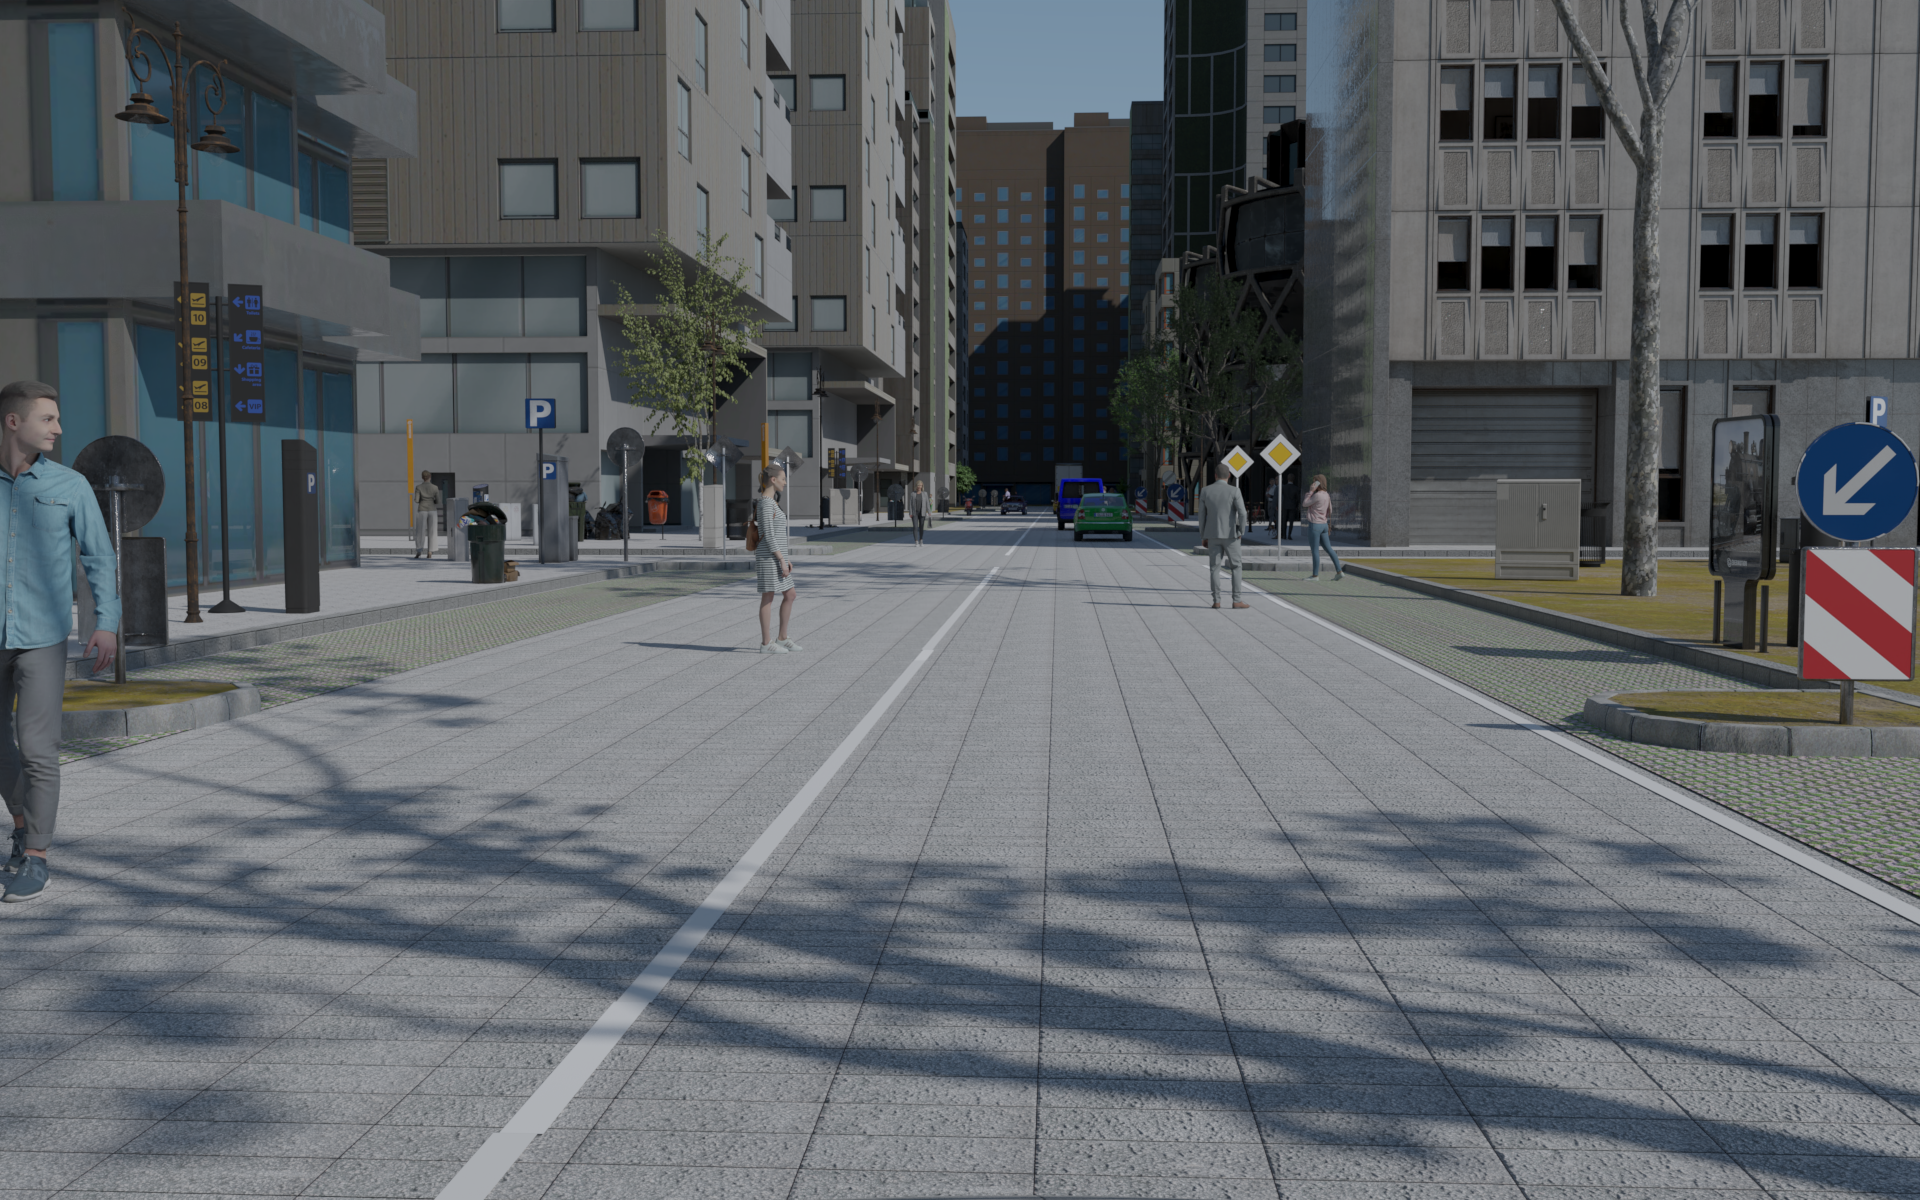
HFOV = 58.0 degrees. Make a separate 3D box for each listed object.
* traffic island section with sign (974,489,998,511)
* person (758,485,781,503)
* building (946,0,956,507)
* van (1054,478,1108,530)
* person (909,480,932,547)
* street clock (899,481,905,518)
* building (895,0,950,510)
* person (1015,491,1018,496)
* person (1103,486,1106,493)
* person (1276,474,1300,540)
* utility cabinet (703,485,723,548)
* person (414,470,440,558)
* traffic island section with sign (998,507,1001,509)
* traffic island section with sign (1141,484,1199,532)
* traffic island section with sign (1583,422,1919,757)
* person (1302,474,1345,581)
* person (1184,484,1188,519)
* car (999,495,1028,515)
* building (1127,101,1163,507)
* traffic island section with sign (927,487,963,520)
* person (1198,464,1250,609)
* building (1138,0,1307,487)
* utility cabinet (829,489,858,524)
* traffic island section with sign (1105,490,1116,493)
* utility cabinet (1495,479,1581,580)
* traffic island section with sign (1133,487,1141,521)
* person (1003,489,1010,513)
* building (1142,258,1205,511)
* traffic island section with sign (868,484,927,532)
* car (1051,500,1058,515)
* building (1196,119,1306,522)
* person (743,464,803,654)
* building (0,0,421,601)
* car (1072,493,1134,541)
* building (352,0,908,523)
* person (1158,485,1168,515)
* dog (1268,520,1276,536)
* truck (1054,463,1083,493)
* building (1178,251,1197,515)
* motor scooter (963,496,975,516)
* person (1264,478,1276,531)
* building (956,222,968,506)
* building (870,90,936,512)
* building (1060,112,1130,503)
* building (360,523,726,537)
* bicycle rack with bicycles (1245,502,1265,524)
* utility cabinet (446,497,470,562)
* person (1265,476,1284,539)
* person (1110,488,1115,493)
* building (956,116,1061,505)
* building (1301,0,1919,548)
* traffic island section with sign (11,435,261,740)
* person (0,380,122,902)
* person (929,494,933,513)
[{"bbox_3d":[1.937,-8.250,143.519,1.989,1.847,2.006,0,4,3],"label":"traffic island section with sign"},{"bbox_3d":[-5.621,-2.788,50.981,0.648,1.900,0.474,-2,4,-30],"label":"person"},{"bbox_3d":[-11.622,-32.583,156.429,21.300,48.544,21.600,0,4,3],"label":"building"},{"bbox_3d":[4.915,-4.020,70.105,2.240,2.365,5.245,0,4,4],"label":"van"},{"bbox_3d":[-1.041,-2.352,47.134,0.709,1.800,0.728,0,4,-2],"label":"person"},{"bbox_3d":[-3.127,-5.446,93.609,0.358,2.002,0.471,-1,4,-21],"label":"street clock"},{"bbox_3d":[-8.308,-27.819,138.441,14.154,41.232,14.086,0,4,3],"label":"building"},{"bbox_3d":[5.864,-10.431,179.972,0.530,1.710,0.541,1,4,17],"label":"person"},{"bbox_3d":[6.802,-4.536,82.862,0.583,1.804,0.606,2,4,25],"label":"person"},{"bbox_3d":[9.220,-2.616,48.592,0.659,1.850,0.755,1,4,14],"label":"person"},{"bbox_3d":[-5.902,-1.998,41.349,0.318,1.500,1.173,0,4,1],"label":"utility cabinet"},{"bbox_3d":[-10.657,-1.714,34.612,0.519,1.759,0.362,-1,4,-23],"label":"person"},{"bbox_3d":[3.473,-9.896,170.431,1.989,1.847,2.006,0,4,3],"label":"traffic island section with sign"},{"bbox_3d":[8.044,-3.498,65.824,1.989,1.847,2.006,0,4,3],"label":"traffic island section with sign"},{"bbox_3d":[4.876,-0.104,10.323,1.989,1.847,2.006,0,4,3],"label":"traffic island section with sign"},{"bbox_3d":[5.969,-1.182,28.415,0.643,1.750,0.593,3,4,37],"label":"person"},{"bbox_3d":[11.538,-5.067,89.064,0.419,1.800,0.721,0,4,0],"label":"person"},{"bbox_3d":[3.728,-6.546,119.599,1.945,1.354,3.894,0,4,5],"label":"car"},{"bbox_3d":[24.791,-30.557,183.195,14.154,41.232,14.086,0,4,3],"label":"building"},{"bbox_3d":[-0.860,-5.250,94.471,1.989,1.847,2.006,0,4,3],"label":"traffic island section with sign"},{"bbox_3d":[3.294,-0.799,21.661,0.635,1.810,0.391,1,4,17],"label":"person"},{"bbox_3d":[27.900,-44.402,164.219,20.563,71.187,20.611,0,4,3],"label":"building"},{"bbox_3d":[-4.867,-3.892,72.320,1.173,1.500,0.318,-1,4,-18],"label":"utility cabinet"},{"bbox_3d":[12.474,-8.246,143.457,1.989,1.847,2.006,0,4,3],"label":"traffic island section with sign"},{"bbox_3d":[8.567,-1.040,25.688,1.173,1.500,0.318,1,4,21],"label":"utility cabinet"},{"bbox_3d":[9.589,-5.164,93.059,1.989,1.847,2.006,0,4,3],"label":"traffic island section with sign"},{"bbox_3d":[3.452,-7.503,131.045,0.599,1.838,0.709,2,4,29],"label":"person"},{"bbox_3d":[29.393,-18.092,140.839,27.650,21.520,28.899,0,4,3],"label":"building"},{"bbox_3d":[-2.446,-3.549,66.651,1.989,1.847,2.006,0,4,3],"label":"traffic island section with sign"},{"bbox_3d":[7.466,-6.878,122.685,2.015,1.641,3.980,0,4,4],"label":"car"},{"bbox_3d":[20.870,-13.288,84.704,16.820,18.784,16.811,0,4,3],"label":"building"},{"bbox_3d":[-1.684,-0.371,15.565,0.522,1.701,0.512,0,4,-4],"label":"person"},{"bbox_3d":[-23.785,-24.497,20.133,30.456,49.044,23.786,0,4,3],"label":"building"},{"bbox_3d":[4.446,-2.752,53.791,1.959,1.807,4.718,0,4,5],"label":"car"},{"bbox_3d":[-17.457,-31.156,98.635,28.713,52.752,27.495,0,4,3],"label":"building"},{"bbox_3d":[12.455,-6.086,105.459,0.836,1.842,0.656,0,4,3],"label":"person"},{"bbox_3d":[9.740,-2.258,53.754,0.406,0.507,0.540,0,4,-3],"label":"dog"},{"bbox_3d":[10.258,-10.657,163.150,2.839,4.237,11.283,0,4,4],"label":"truck"},{"bbox_3d":[21.907,-14.654,107.045,16.820,18.784,16.811,0,4,3],"label":"building"},{"bbox_3d":[0.591,-6.181,113.836,0.815,1.314,1.986,0,4,5],"label":"motor scooter"},{"bbox_3d":[10.978,-3.350,60.912,0.850,1.850,0.679,-2,4,-34],"label":"person"},{"bbox_3d":[-6.188,-25.311,185.532,14.107,30.474,14.160,0,4,3],"label":"building"},{"bbox_3d":[-9.304,-21.592,124.733,14.160,30.474,14.107,0,4,3],"label":"building"},{"bbox_3d":[19.463,-34.020,206.333,14.200,45.320,14.600,0,4,3],"label":"building"},{"bbox_3d":[-21.188,-28.998,63.361,28.713,52.752,27.495,0,4,3],"label":"building"},{"bbox_3d":[12.120,-3.744,74.591,2.852,0.926,2.925,2,4,34],"label":"bicycle rack with bicycles"},{"bbox_3d":[-9.670,-1.356,33.333,0.306,1.237,1.020,-2,4,-24],"label":"utility cabinet"},{"bbox_3d":[9.047,-2.647,49.499,0.590,1.801,0.661,-1,4,-9],"label":"person"},{"bbox_3d":[7.852,-4.941,89.878,0.643,1.750,0.593,-1,4,-15],"label":"person"},{"bbox_3d":[5.361,-34.149,208.447,14.200,45.320,14.600,0,4,3],"label":"building"},{"bbox_3d":[20.129,-13.961,46.286,19.932,24.808,12.078,0,4,3],"label":"building"},{"bbox_3d":[-5.619,-0.142,10.956,1.989,1.847,2.006,0,4,3],"label":"traffic island section with sign"},{"bbox_3d":[-3.408,0.122,6.373,0.638,1.841,0.748,0,4,-7],"label":"person"},{"bbox_3d":[-1.930,-6.437,115.540,0.306,1.304,0.590,1,4,14],"label":"person"}]
